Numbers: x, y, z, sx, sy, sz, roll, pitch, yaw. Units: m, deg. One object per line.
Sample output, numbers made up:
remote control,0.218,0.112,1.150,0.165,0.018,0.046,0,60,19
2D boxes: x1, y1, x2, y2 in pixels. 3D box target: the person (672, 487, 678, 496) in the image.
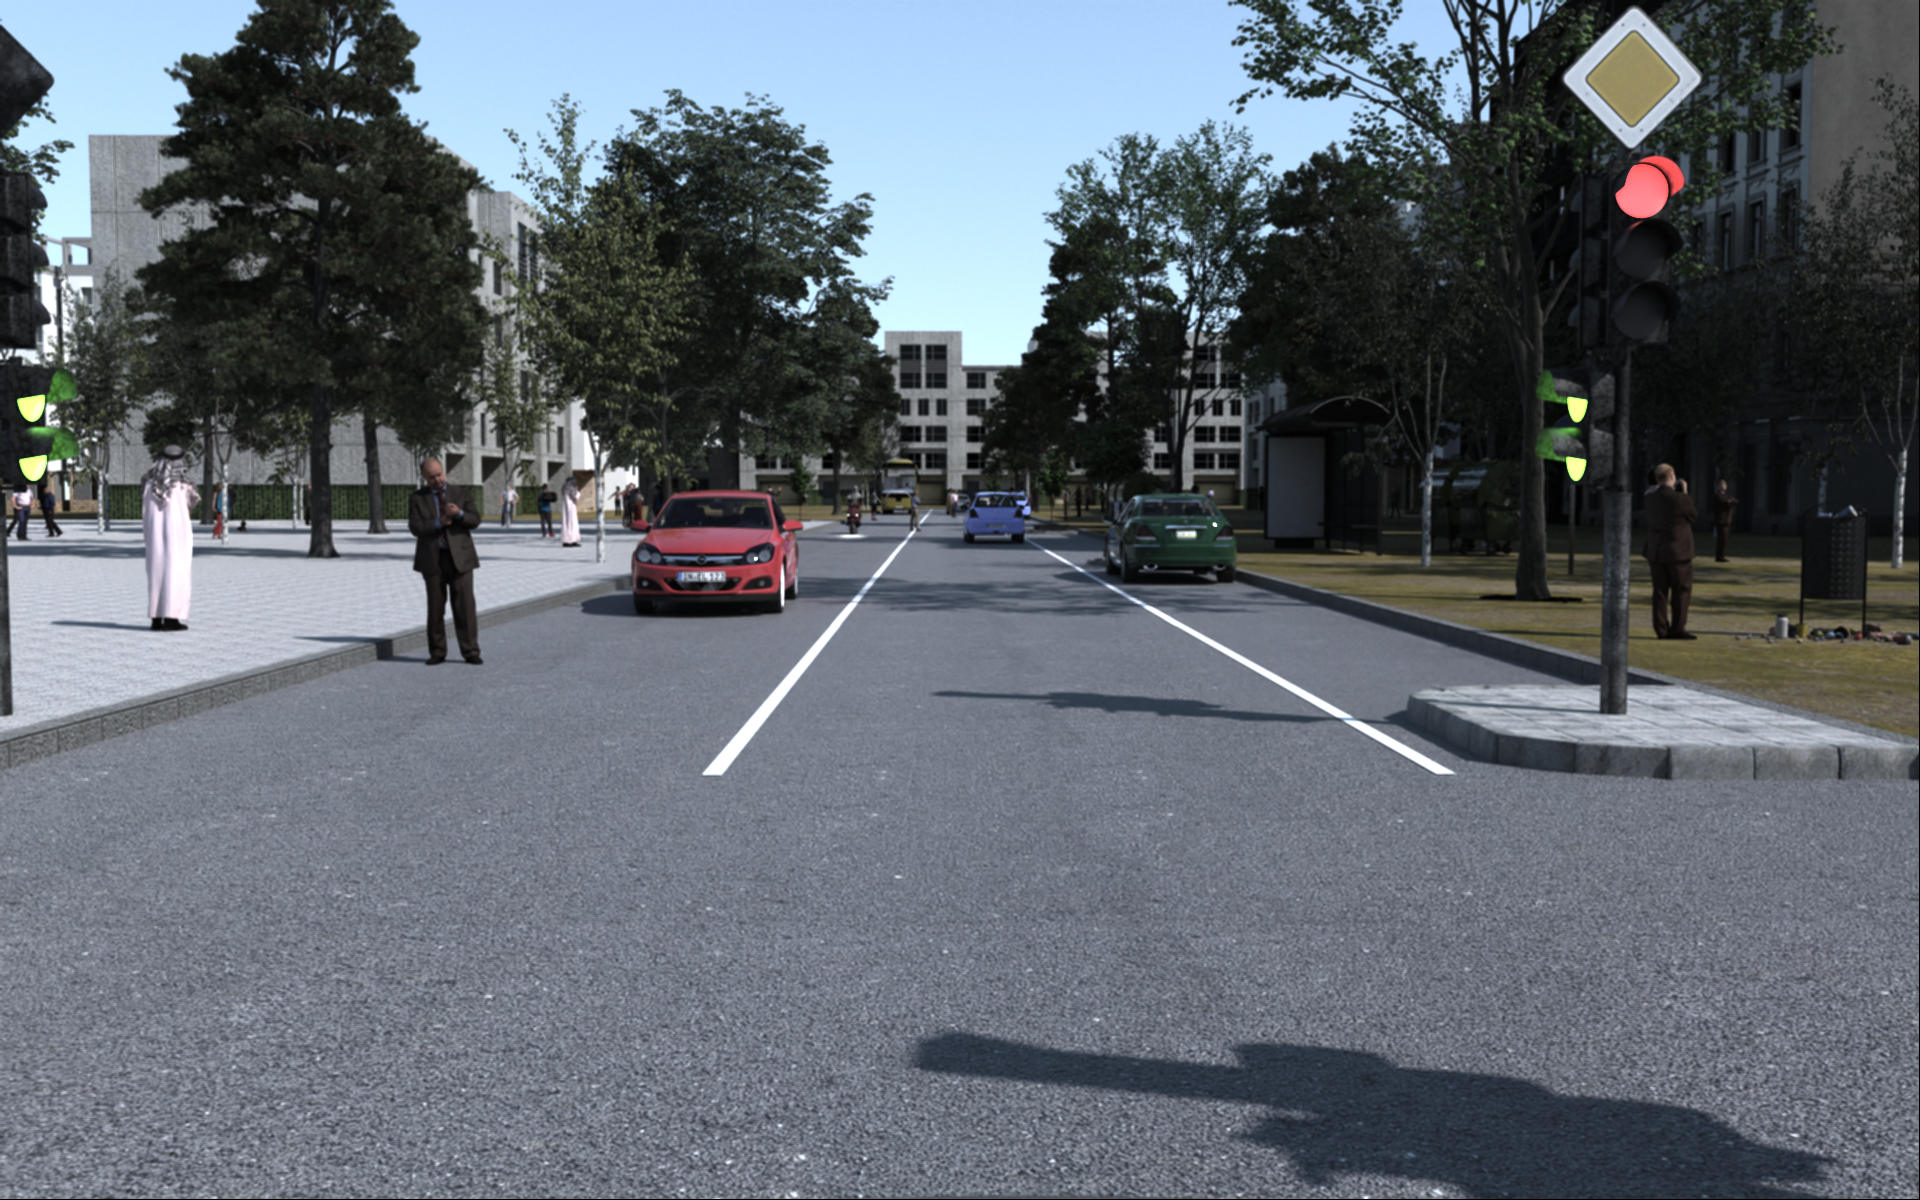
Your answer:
person,-9.963,-3.183,60.546,0.387,1.526,0.523,-2,4,-34

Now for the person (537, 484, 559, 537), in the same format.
person,-12.315,-2.684,51.797,0.647,1.594,0.662,0,4,-5

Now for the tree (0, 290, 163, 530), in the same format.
tree,-30.580,-6.788,61.339,4.737,8.622,4.395,0,3,0

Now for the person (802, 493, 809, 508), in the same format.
person,-14.056,-9.099,158.003,0.799,1.438,0.628,0,4,8

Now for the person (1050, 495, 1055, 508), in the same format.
person,8.383,-9.191,157.046,1.217,1.736,0.721,0,4,-1

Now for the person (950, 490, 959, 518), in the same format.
person,-0.285,-5.904,105.968,0.756,1.711,0.436,-3,4,-39

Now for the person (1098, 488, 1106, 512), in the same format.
person,9.934,-7.019,120.895,0.705,1.812,1.348,2,4,24

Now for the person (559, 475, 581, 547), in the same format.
person,-9.416,-2.155,41.952,0.621,1.740,0.551,-2,4,-34

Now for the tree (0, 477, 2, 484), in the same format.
tree,-52.031,-6.810,74.257,20.602,7.101,11.467,-2,4,-25

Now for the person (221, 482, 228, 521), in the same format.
person,-28.176,-3.616,65.989,0.431,1.722,0.655,0,4,-5

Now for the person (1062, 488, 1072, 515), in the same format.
person,6.659,-6.264,108.468,0.705,1.824,1.348,2,4,26

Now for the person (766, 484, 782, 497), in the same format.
person,-8.024,-4.151,74.719,0.742,1.727,0.445,0,4,7

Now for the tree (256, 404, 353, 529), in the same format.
tree,-24.661,-6.975,64.408,4.737,8.622,4.395,0,3,0

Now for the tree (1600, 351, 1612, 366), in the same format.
tree,12.808,-5.585,41.676,4.360,8.622,3.978,0,3,0

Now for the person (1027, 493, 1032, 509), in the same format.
person,6.135,-8.624,150.266,0.599,1.433,0.991,3,5,40

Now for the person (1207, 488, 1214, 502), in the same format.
person,23.062,-9.401,159.613,0.709,1.838,0.599,-1,4,-22

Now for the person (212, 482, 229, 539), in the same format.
person,-21.078,-2.546,49.370,0.444,1.614,0.593,3,4,38

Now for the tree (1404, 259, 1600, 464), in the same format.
tree,15.917,-6.257,52.671,4.737,8.622,4.395,0,3,0

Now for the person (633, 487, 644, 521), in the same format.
person,-11.835,-3.372,63.641,0.387,1.526,0.523,-2,4,-26

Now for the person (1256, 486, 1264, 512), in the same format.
person,21.793,-7.325,125.444,0.705,1.869,1.348,2,4,34

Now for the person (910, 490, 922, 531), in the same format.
person,-1.731,-3.466,67.237,0.319,1.574,0.516,-3,4,-38

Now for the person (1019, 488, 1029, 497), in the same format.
person,5.258,-8.604,146.710,1.348,1.826,0.705,0,4,-8

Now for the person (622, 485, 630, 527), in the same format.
person,-13.049,-3.696,67.949,0.415,1.643,0.593,0,4,-7

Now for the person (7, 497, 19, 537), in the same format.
person,-28.194,-2.639,51.885,0.600,1.496,0.574,1,4,21

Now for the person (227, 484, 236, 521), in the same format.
person,-35.093,-4.682,83.044,0.683,1.767,0.568,-3,5,-41

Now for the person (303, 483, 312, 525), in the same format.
person,-26.726,-3.957,71.299,0.990,1.755,0.434,3,5,40

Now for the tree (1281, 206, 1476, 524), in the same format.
tree,18.039,-10.269,74.560,9.857,13.997,8.962,0,3,0

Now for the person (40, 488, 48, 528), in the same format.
person,-34.111,-3.429,64.654,0.480,1.512,0.613,-3,5,-41

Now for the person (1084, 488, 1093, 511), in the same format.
person,9.511,-7.435,128.317,0.721,1.743,1.217,-2,4,-28

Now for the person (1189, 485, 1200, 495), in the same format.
person,6.430,-2.401,47.764,0.523,1.526,0.387,1,4,15

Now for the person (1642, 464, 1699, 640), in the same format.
person,6.275,-0.430,15.338,0.388,1.546,0.482,-2,4,-35

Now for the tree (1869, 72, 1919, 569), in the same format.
tree,16.138,-4.862,29.859,4.360,8.622,3.978,0,3,0

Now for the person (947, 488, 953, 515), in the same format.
person,-0.593,-6.618,116.707,0.705,1.824,1.348,2,4,27

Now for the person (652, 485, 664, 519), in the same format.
person,-10.053,-3.061,57.964,0.662,1.594,0.647,3,4,37

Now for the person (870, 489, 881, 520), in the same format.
person,-4.629,-5.219,94.616,0.721,1.735,1.217,-2,4,-31

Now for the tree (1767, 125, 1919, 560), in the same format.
tree,19.049,-5.351,37.844,4.360,8.622,3.978,0,3,0

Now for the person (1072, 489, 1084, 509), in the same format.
person,10.053,-8.604,147.547,1.217,1.723,0.721,-2,4,-25

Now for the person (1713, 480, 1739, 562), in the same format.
person,14.445,-1.492,32.704,0.482,1.546,0.388,-2,4,-35

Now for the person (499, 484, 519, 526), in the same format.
person,-17.918,-3.777,68.733,0.756,1.711,0.436,0,4,1

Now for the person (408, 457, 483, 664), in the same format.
person,-4.312,-0.328,14.552,0.565,1.739,0.600,-3,5,-42

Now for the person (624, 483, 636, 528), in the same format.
person,-12.380,-3.576,65.427,0.530,1.710,0.541,-2,4,-34

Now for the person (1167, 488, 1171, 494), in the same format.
person,16.080,-7.753,133.361,0.434,1.755,0.990,-1,4,-18

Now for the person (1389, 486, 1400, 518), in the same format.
person,22.897,-5.153,91.221,0.530,1.710,0.541,-2,4,-34

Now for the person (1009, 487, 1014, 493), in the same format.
person,3.149,-6.015,106.476,0.705,1.869,1.348,2,4,34

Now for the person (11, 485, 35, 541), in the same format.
person,-25.859,-2.505,47.933,0.436,1.711,0.756,2,4,26

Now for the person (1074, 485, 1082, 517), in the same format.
person,6.697,-5.621,98.083,0.705,1.807,1.348,0,4,-6

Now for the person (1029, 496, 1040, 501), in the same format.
person,5.902,-7.946,139.215,1.065,1.426,0.557,1,4,8

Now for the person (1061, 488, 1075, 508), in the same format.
person,9.990,-9.421,160.085,1.348,1.822,0.705,1,4,15

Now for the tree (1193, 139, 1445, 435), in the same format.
tree,13.278,-9.406,61.217,7.806,13.903,7.818,0,3,0

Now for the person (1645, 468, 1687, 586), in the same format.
person,9.775,-1.009,24.005,0.566,1.644,0.517,0,4,7

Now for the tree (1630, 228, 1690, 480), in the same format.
tree,17.914,-5.723,43.930,4.360,8.622,3.978,0,3,0

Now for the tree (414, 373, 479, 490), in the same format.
tree,-24.687,-7.961,80.528,4.360,8.622,3.978,0,3,0

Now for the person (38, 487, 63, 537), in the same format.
person,-27.274,-2.634,51.809,0.600,1.496,0.574,0,4,-5

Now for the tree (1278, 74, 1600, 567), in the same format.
tree,8.149,-4.911,30.658,4.360,8.622,3.978,0,3,0

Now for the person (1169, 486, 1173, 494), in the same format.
person,13.251,-6.168,107.416,0.721,1.766,1.217,1,4,13

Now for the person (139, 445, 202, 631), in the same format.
person,-7.431,-0.587,16.317,0.551,1.740,0.621,-1,4,-18

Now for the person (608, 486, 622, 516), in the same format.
person,-20.050,-5.782,101.283,1.217,1.736,0.721,1,4,23
